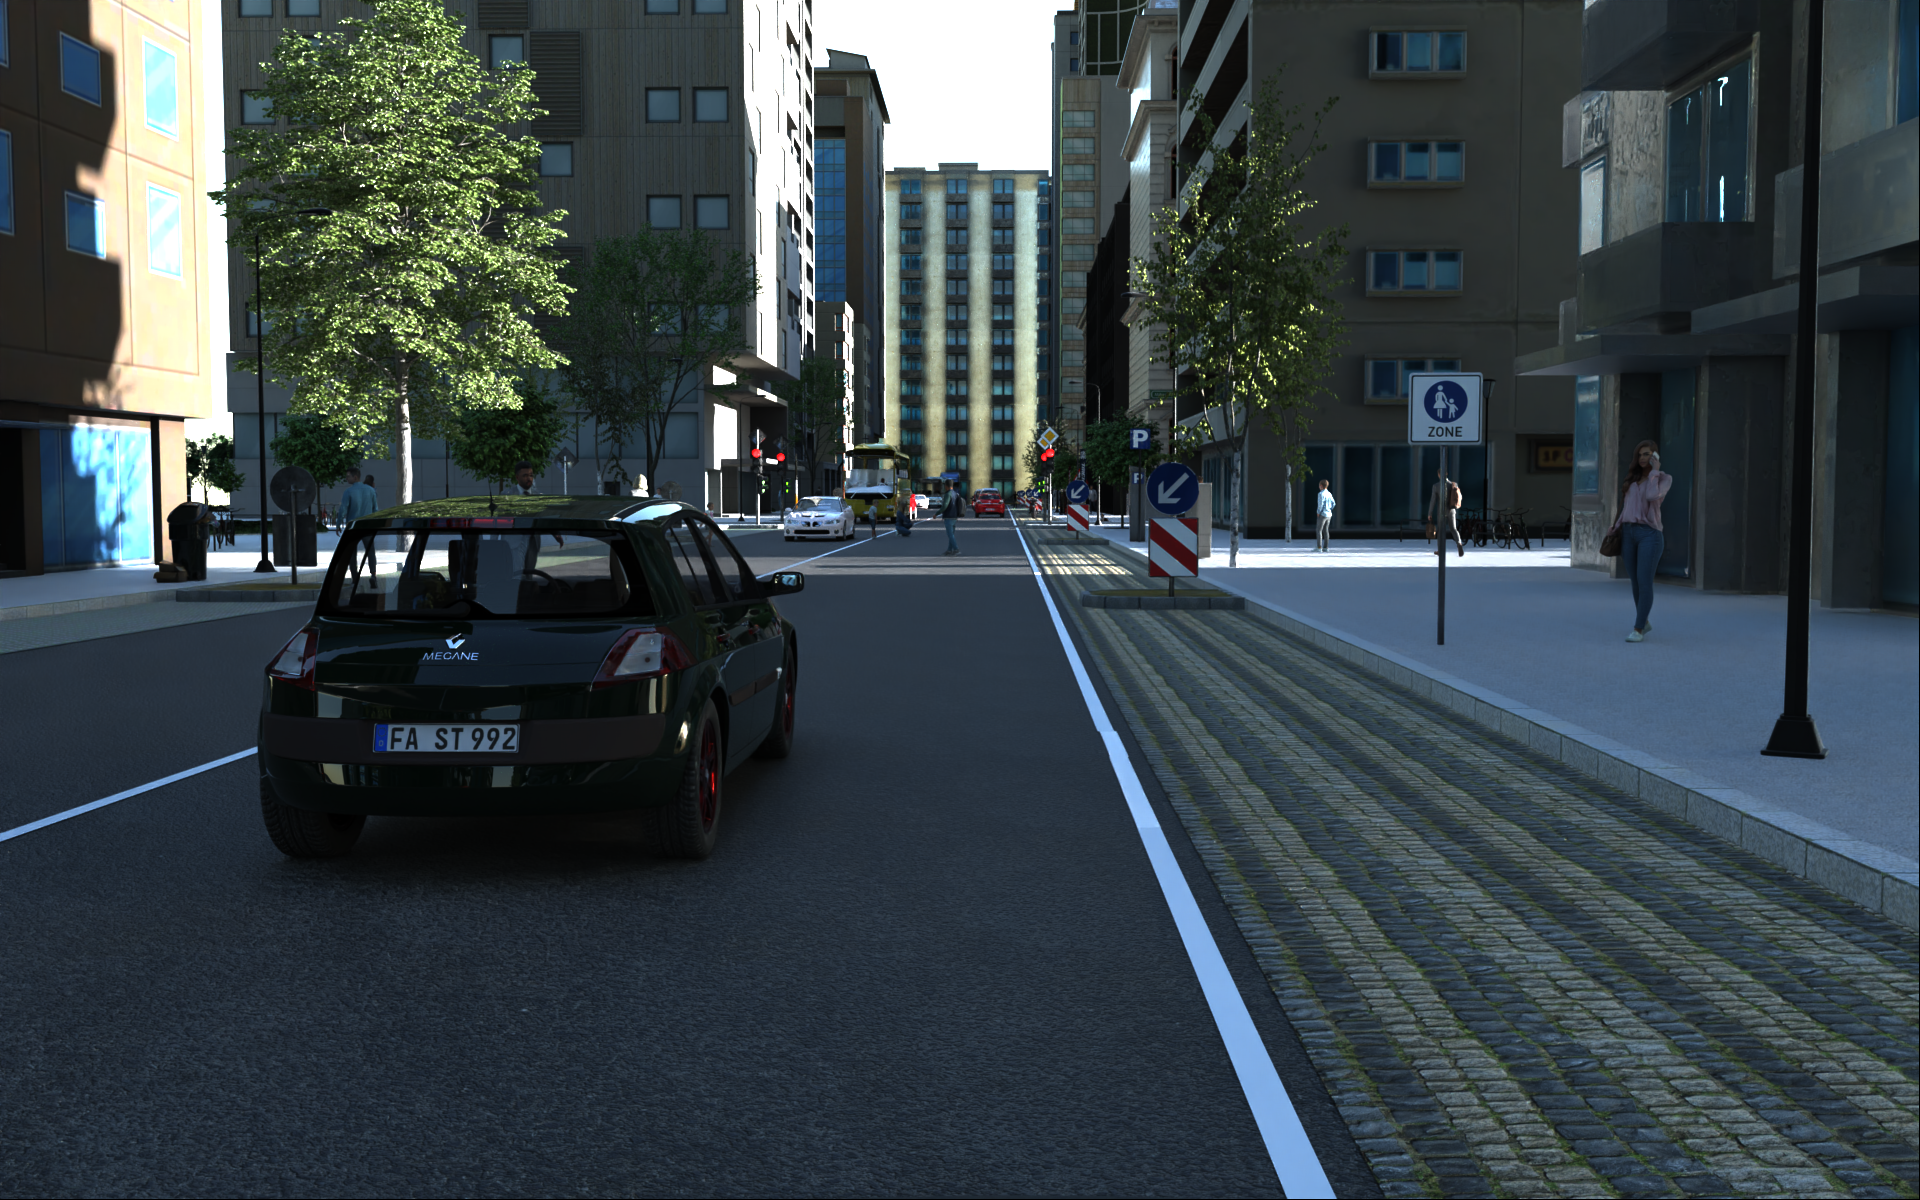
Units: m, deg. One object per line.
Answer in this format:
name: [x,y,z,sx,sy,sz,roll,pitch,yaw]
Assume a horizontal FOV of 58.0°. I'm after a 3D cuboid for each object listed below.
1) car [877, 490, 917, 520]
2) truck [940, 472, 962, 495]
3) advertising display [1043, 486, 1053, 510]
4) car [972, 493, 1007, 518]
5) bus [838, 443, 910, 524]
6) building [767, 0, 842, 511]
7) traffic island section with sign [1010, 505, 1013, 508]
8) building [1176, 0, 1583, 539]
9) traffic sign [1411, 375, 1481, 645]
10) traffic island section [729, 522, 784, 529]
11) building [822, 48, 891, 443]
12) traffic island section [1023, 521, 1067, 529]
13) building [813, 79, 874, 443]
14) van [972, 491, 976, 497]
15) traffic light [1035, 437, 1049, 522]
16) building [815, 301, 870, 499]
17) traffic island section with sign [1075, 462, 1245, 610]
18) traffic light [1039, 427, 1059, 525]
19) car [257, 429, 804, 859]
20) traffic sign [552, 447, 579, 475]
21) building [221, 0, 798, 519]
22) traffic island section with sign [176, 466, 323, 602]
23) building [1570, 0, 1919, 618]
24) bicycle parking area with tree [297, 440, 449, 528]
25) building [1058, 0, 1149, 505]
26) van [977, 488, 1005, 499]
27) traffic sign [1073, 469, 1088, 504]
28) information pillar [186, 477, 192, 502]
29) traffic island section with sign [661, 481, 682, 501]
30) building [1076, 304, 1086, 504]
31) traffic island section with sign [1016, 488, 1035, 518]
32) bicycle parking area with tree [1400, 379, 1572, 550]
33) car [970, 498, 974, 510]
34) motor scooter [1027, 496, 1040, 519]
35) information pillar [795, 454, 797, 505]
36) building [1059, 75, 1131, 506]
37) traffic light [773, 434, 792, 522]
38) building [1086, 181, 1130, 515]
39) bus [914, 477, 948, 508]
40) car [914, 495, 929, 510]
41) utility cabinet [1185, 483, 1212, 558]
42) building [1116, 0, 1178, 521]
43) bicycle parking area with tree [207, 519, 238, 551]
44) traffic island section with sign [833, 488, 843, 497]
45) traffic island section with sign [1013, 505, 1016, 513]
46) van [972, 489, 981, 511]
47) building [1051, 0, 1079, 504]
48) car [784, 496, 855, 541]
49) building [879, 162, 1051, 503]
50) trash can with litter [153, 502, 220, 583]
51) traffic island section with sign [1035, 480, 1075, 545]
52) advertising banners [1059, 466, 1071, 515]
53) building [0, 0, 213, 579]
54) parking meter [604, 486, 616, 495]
car: [-3.587,-5.391,96.823,2.281,1.827,5.304,0,4,3]
truck: [-1.166,-14.035,219.232,2.967,4.110,18.799,0,4,1]
advertising display: [7.269,-8.425,142.959,0.974,1.923,0.123,-3,5,-41]
car: [1.817,-5.947,106.277,2.155,1.783,4.494,0,4,0]
bus: [-4.118,-5.865,87.442,2.896,3.916,12.252,0,4,2]
building: [-20.125,-42.775,137.625,20.563,71.187,20.611,0,4,1]
traffic island section with sign: [6.420,-10.598,181.909,1.989,1.847,2.006,0,4,1]
building: [19.046,-26.554,57.854,21.300,48.544,21.600,0,4,1]
traffic sign: [4.091,-0.767,14.673,0.606,2.300,0.079,0,4,4]
traffic island section: [-8.482,-3.071,72.487,2.009,0.180,2.903,0,4,1]
building: [-23.083,-38.224,214.203,27.495,52.752,28.713,0,4,1]
traffic island section: [3.949,-3.541,80.170,2.009,0.180,2.903,0,4,1]
building: [-16.985,-33.117,191.565,14.600,45.320,14.200,0,4,1]
van: [2.402,-12.142,205.539,2.013,2.044,4.112,0,4,2]
traffic light: [3.909,-5.574,80.057,0.839,4.253,0.868,0,4,1]
building: [-23.735,-19.905,170.487,27.650,21.520,28.899,0,4,1]
traffic island section with sign: [2.554,-0.835,22.275,1.989,1.847,2.006,0,4,1]
traffic light: [3.716,-5.086,72.074,0.839,4.253,0.868,0,4,1]
car: [-1.797,0.097,8.208,2.009,1.686,4.222,0,4,1]
traffic sign: [-10.948,-2.954,48.036,0.795,2.593,0.064,0,4,7]
building: [-24.023,-31.294,100.903,28.713,52.752,27.495,0,4,1]
traffic island section with sign: [-9.345,-0.927,23.780,1.989,1.847,2.006,0,4,1]
building: [19.829,-24.222,15.637,23.786,49.044,30.456,0,4,1]
bicycle parking area with tree: [-22.791,-4.948,67.903,8.231,4.147,9.016,-1,4,-12]
building: [21.330,-45.921,189.066,20.563,71.187,20.611,0,4,1]
van: [2.158,-7.105,123.172,2.013,2.044,4.112,0,4,2]
traffic sign: [6.148,-5.429,88.770,0.884,2.594,0.081,1,4,11]
information pillar: [-32.878,-4.233,73.693,0.304,2.012,0.304,-2,4,-35]
traffic island section with sign: [-8.662,-2.639,51.774,1.989,1.847,2.006,0,4,1]
building: [15.407,-17.182,145.560,10.561,19.102,19.286,0,4,1]
traffic island section with sign: [4.576,-5.942,105.782,1.989,1.847,2.006,0,4,1]
bicycle parking area with tree: [15.694,-3.458,43.544,8.231,4.147,9.016,0,4,4]
car: [2.009,-9.309,161.241,2.155,1.783,4.494,0,4,0]
motor scooter: [4.305,-5.410,101.235,0.815,1.314,1.986,0,4,1]
information pillar: [-9.545,-6.703,100.956,0.183,3.616,0.504,0,4,-2]
building: [16.933,-29.919,172.766,14.154,41.232,14.086,0,4,1]
traffic light: [-8.249,-5.591,80.334,0.839,4.253,0.868,0,4,1]
building: [15.849,-18.230,127.743,12.332,23.373,15.834,0,4,1]
bus: [-2.775,-11.258,178.923,2.948,3.499,13.247,0,4,3]
car: [-3.882,-9.018,159.805,2.083,1.381,4.827,0,4,1]
utility cabinet: [4.771,-1.599,34.830,0.318,1.500,1.173,0,4,-4]
building: [20.111,-18.360,87.571,23.554,28.519,14.401,0,4,1]
bicycle parking area with tree: [-21.076,-3.268,40.438,8.231,4.147,9.016,0,4,-6]
traffic island section with sign: [-7.362,-5.898,105.058,1.989,1.847,2.006,0,4,1]
traffic island section with sign: [5.235,-7.595,132.812,1.989,1.847,2.006,0,4,1]
van: [2.028,-8.524,146.376,2.013,2.044,4.112,0,4,3]
building: [21.744,-41.097,213.932,21.231,58.520,28.212,0,4,1]
car: [-4.349,-2.553,54.107,2.083,1.381,4.827,0,4,2]
building: [-0.265,-38.716,252.608,30.456,49.044,23.786,0,4,1]
trash can with litter: [-11.382,-0.860,25.443,0.624,1.170,1.055,0,4,0]
traffic island section with sign: [3.207,-2.483,49.222,1.989,1.847,2.006,0,4,1]
advertising banners: [6.515,-6.771,106.888,0.090,3.025,2.074,2,4,23]
building: [-21.227,-22.910,24.687,14.600,45.320,14.200,0,4,1]
parking meter: [-10.720,-2.731,53.066,0.372,1.533,0.369,0,3,0]
